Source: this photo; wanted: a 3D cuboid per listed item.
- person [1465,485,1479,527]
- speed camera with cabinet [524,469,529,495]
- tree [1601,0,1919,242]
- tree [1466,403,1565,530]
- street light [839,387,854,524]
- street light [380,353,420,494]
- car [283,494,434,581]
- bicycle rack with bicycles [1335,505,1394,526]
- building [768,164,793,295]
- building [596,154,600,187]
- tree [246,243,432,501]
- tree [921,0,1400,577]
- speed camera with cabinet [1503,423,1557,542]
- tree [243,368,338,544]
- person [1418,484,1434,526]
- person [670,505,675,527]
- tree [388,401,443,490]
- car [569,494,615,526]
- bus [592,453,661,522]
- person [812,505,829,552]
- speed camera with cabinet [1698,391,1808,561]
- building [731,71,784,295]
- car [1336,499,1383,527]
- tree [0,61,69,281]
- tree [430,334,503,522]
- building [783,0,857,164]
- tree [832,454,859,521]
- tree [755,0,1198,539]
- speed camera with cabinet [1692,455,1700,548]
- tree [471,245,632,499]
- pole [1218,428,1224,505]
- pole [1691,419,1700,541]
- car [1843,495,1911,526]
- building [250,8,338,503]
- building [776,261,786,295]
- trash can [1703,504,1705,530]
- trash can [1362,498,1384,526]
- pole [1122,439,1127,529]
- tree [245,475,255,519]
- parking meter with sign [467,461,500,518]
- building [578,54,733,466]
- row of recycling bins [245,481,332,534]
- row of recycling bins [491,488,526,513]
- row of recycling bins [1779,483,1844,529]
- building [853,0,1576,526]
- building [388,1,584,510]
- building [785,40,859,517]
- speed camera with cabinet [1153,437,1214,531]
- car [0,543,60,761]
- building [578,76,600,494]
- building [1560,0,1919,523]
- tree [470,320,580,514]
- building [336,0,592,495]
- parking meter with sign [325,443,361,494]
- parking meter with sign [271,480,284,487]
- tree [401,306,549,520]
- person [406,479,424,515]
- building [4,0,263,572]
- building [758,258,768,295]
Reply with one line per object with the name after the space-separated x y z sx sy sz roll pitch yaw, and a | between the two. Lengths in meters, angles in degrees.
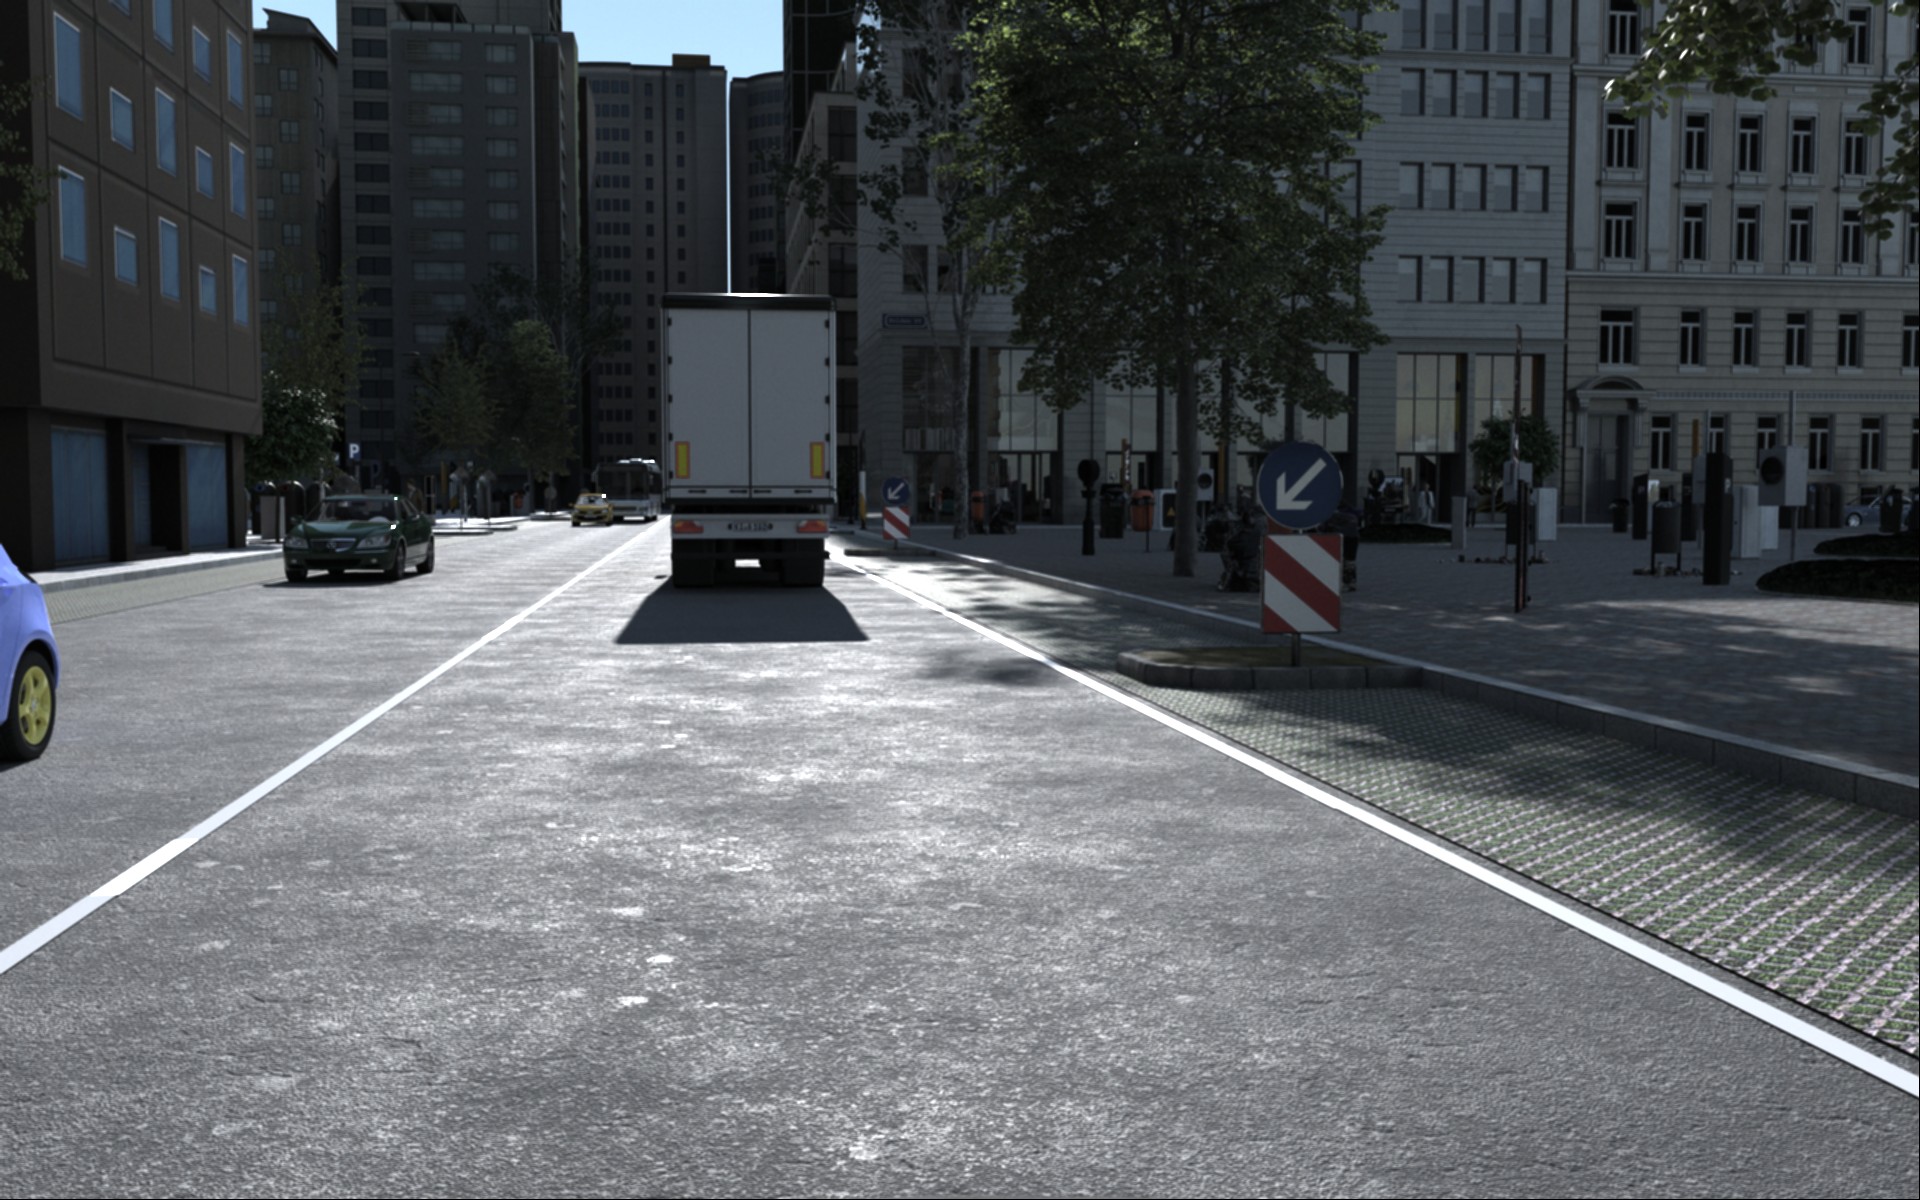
20.029 -3.618 67.832 0.592 1.802 0.473 1 4 20 | person
-35.306 -8.849 139.021 2.038 3.252 0.660 0 4 -6 | speed camera with cabinet
5.578 -5.499 8.029 7.486 12.596 7.792 0 3 0 | tree
19.851 -4.784 61.931 4.285 4.588 4.351 0 3 0 | tree
-5.203 -6.187 73.694 1.470 5.913 1.316 -1 4 -8 | street light
-18.424 -5.160 56.912 1.470 5.913 1.316 -1 4 -8 | street light
-10.340 -1.115 30.029 2.131 1.459 4.920 0 4 -7 | car
12.835 -2.666 56.978 2.852 0.926 2.925 3 5 41 | bicycle rack with bicycles
-9.489 -23.451 155.126 14.160 30.474 14.107 -1 4 -8 | building
-55.641 -33.586 203.754 28.867 44.769 22.147 -1 4 -8 | building
-18.794 -6.114 50.322 4.737 8.622 4.395 0 3 0 | tree
3.144 -6.638 26.662 7.486 12.596 7.792 0 3 0 | tree
15.703 -3.265 47.726 0.660 3.252 2.038 -1 4 -10 | speed camera with cabinet
-17.837 -3.754 45.086 4.285 4.588 4.351 0 3 0 | tree
18.398 -3.677 68.499 0.514 1.842 0.818 -2 4 -26 | person
-12.392 -4.108 75.894 0.641 1.798 0.478 -1 4 -14 | person
-42.251 -11.219 133.797 4.360 8.622 3.978 0 3 0 | tree
-16.569 -4.151 78.098 2.015 1.641 3.980 -1 4 -9 | car
-17.368 -5.892 91.199 2.948 3.499 13.247 0 4 -7 | bus
-3.575 -2.064 42.347 0.635 1.810 0.391 2 4 26 | person
15.515 -2.415 33.817 0.660 3.252 2.038 -1 4 -20 | speed camera with cabinet
-17.299 -42.605 238.596 28.212 58.520 21.231 -1 4 -8 | building
14.532 -3.388 67.969 3.894 1.354 1.945 -1 4 -9 | car
-15.407 -4.587 25.368 4.737 8.622 4.395 0 3 0 | tree
-22.714 -7.863 78.923 4.737 8.622 4.395 0 3 0 | tree
-8.962 -44.858 171.677 20.563 71.187 20.611 -1 4 -8 | building
-5.546 -5.433 83.431 1.663 3.219 1.824 0 3 0 | tree
0.506 -11.881 50.140 12.611 20.169 13.585 0 3 0 | tree
17.922 -2.794 40.018 0.660 3.252 2.038 -1 4 -23 | speed camera with cabinet
-29.138 -16.745 129.672 12.611 20.169 13.585 0 3 0 | tree
8.032 -3.637 53.301 0.158 3.312 0.155 0 3 0 | pole
20.110 -3.276 47.407 0.158 3.312 0.155 0 3 0 | pole
38.681 -3.755 73.401 4.499 1.417 2.014 -1 4 -10 | car
-83.486 -37.124 196.215 27.495 52.752 28.713 -1 4 -8 | building
-8.061 -18.852 137.901 12.332 23.373 15.834 -1 4 -8 | building
25.747 -2.916 59.334 0.748 1.137 0.748 0 3 0 | trash can
14.626 -3.041 61.376 0.748 1.137 0.748 0 3 0 | trash can
6.092 -4.305 64.224 0.158 3.312 0.155 0 3 0 | pole
-35.926 -5.726 88.214 1.663 3.219 1.824 0 3 0 | tree
-25.557 -5.919 93.035 0.543 3.016 1.738 3 5 39 | parking meter with sign
-45.647 -42.344 234.329 28.212 58.520 21.231 -1 4 -8 | building
-21.904 -2.960 55.511 3.534 1.692 1.069 0 4 -1 | row of recycling bins
-30.745 -6.694 116.560 1.069 1.692 3.534 3 5 40 | row of recycling bins
31.863 -3.535 64.903 3.534 1.692 1.069 -2 4 -34 | row of recycling bins
10.601 -18.326 77.118 29.804 29.767 11.434 -1 4 -8 | building
-39.993 -28.395 147.847 14.154 41.232 14.086 -1 4 -8 | building
-0.906 -18.883 113.248 19.350 26.468 34.151 -1 4 -8 | building
7.737 -4.014 59.966 2.038 3.252 0.660 -1 4 -16 | speed camera with cabinet
-5.647 0.100 7.957 1.945 1.707 3.694 0 4 -7 | car
-45.538 -32.530 181.970 14.600 45.320 14.200 -1 4 -8 | building
35.060 -18.132 82.366 20.117 28.700 13.634 -1 4 -8 | building
-28.400 -11.917 112.965 7.486 12.596 7.792 0 3 0 | tree
-45.969 -44.361 163.555 20.563 71.187 20.611 -1 4 -8 | building
-21.419 -3.870 59.542 1.738 3.016 0.543 2 4 28 | parking meter with sign
-35.614 -5.757 90.393 0.543 3.016 1.738 3 5 40 | parking meter with sign
-24.062 -9.300 86.473 7.601 10.594 8.767 0 4 -4 | tree
-15.032 -2.396 47.589 0.656 1.842 0.836 -1 4 -10 | person
-22.634 -23.395 32.622 14.600 45.320 14.200 -1 4 -8 | building
-17.836 -27.011 213.334 14.160 30.474 14.107 -1 4 -8 | building
